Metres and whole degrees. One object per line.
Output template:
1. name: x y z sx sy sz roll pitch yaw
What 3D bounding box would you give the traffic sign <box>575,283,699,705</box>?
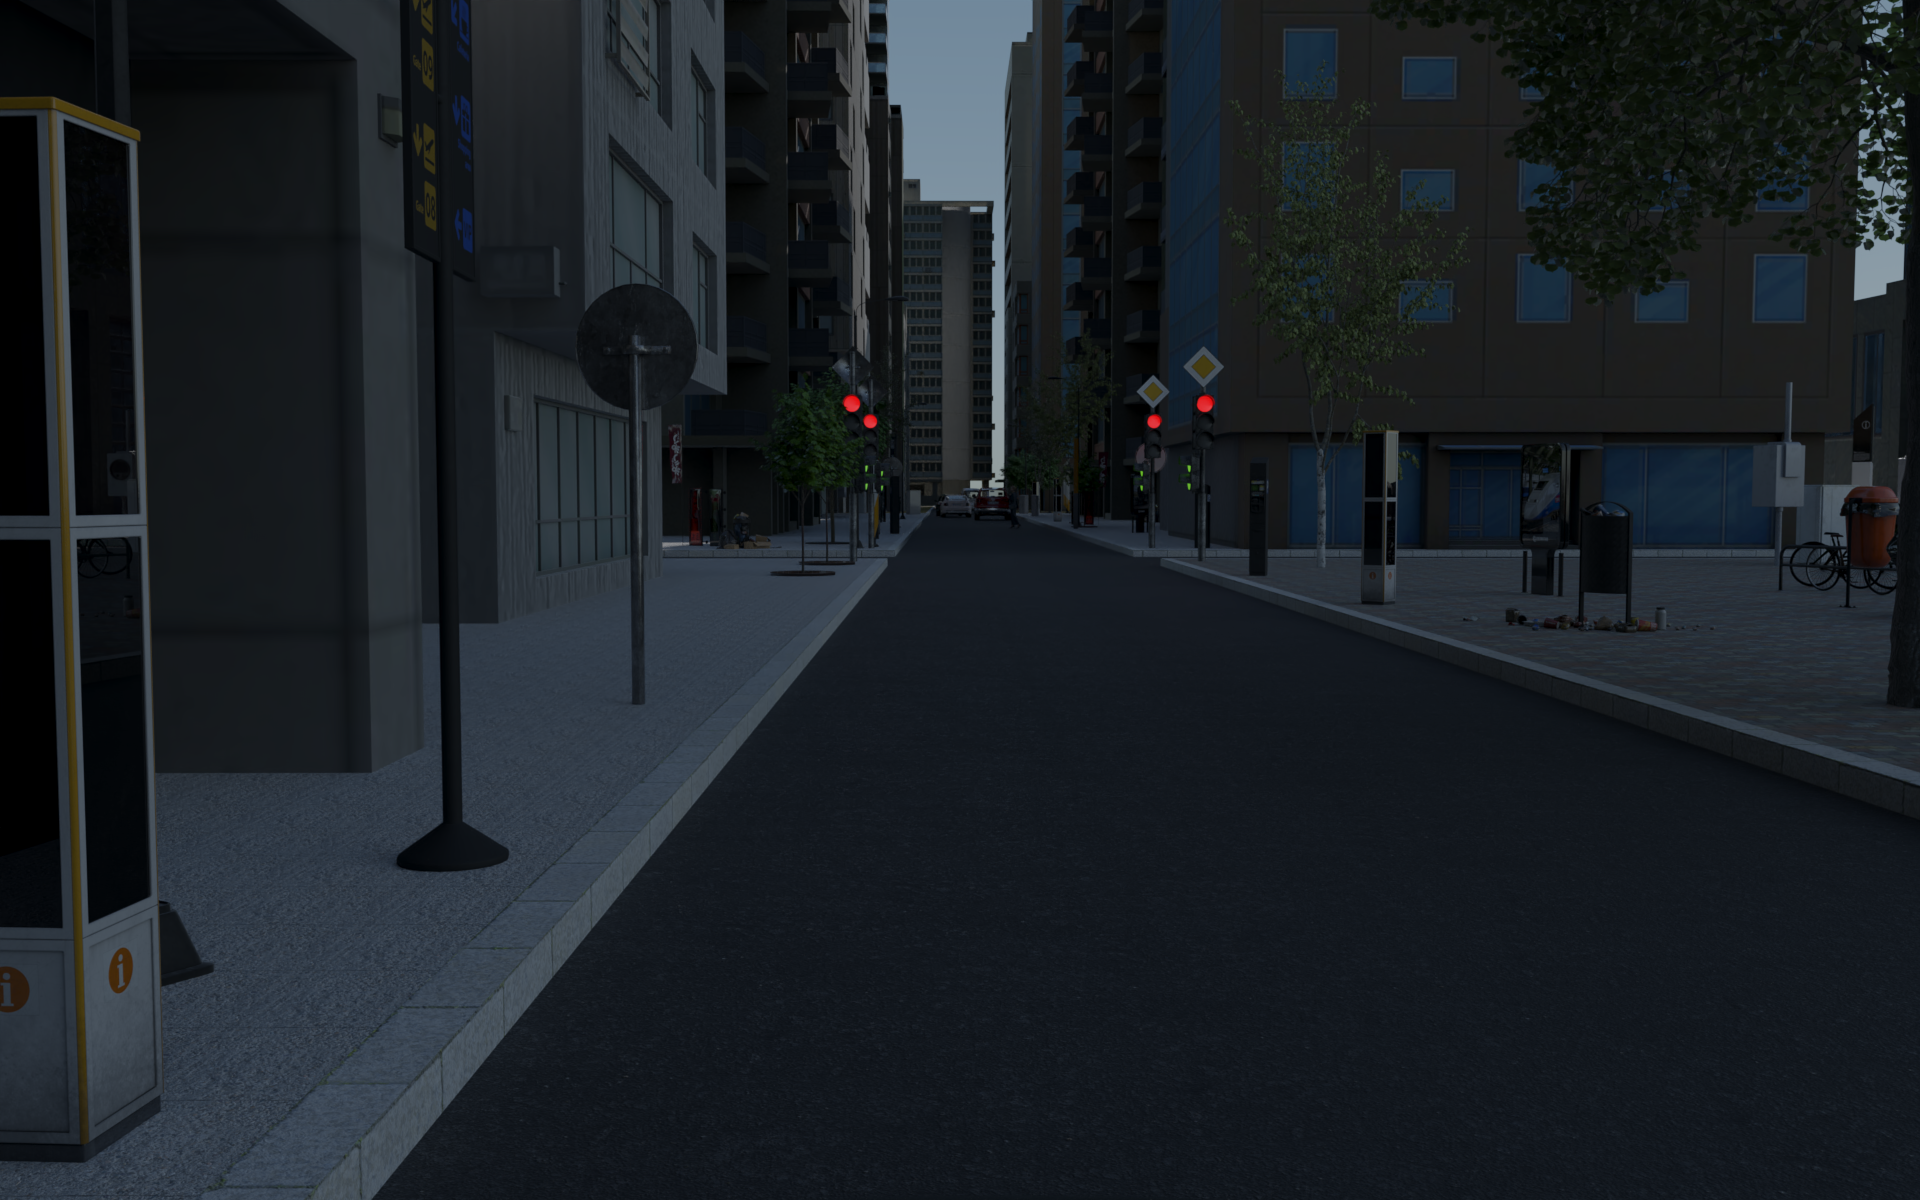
1. traffic sign: -1.964 -0.636 10.501 0.768 2.556 0.104 0 4 7

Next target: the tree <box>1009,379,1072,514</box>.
1. tree: 5.285 -9.853 111.460 4.360 8.622 3.978 0 3 0

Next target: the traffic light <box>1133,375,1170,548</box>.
1. traffic light: 4.532 -3.182 40.950 0.839 4.253 0.868 0 4 0

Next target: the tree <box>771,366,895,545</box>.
1. tree: -3.229 -3.727 44.658 4.285 4.588 4.351 0 3 0

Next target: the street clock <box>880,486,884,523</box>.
1. street clock: -3.622 -4.500 78.148 0.471 2.002 0.358 0 4 1

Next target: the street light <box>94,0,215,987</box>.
1. street light: -1.643 -1.950 4.423 1.470 5.913 1.316 0 4 0

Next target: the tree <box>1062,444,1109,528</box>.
1. tree: 4.798 -4.394 66.451 1.663 3.219 1.824 0 3 0

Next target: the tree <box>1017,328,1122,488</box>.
1. tree: 4.902 -7.691 76.113 4.737 8.622 4.395 0 3 0

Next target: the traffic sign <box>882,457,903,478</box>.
1. traffic sign: -2.347 -3.639 59.601 0.768 2.556 0.104 0 4 0

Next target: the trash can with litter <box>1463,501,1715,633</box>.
1. trash can with litter: 5.978 -0.352 16.816 1.678 1.210 2.233 -3 4 -37

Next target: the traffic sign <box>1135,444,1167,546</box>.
1. traffic sign: 4.655 -2.583 42.340 0.768 2.556 0.104 0 4 1

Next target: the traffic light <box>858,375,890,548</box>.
1. traffic light: -2.079 -3.178 40.881 0.839 4.253 0.868 0 4 0

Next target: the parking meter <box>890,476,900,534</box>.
1. parking meter: -2.110 -3.070 55.902 0.255 1.863 0.399 -1 4 -14

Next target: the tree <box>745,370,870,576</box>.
1. tree: -2.444 -1.996 27.229 1.663 3.219 1.824 0 3 0

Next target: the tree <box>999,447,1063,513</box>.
1. tree: 4.479 -8.573 123.881 4.285 4.588 4.351 0 3 0

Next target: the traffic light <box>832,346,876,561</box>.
1. traffic light: -2.015 -2.690 32.896 0.839 4.253 0.868 0 4 0

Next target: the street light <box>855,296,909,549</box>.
1. street light: -1.901 -4.173 40.774 1.470 5.913 1.316 0 4 0

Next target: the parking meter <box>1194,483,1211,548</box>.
1. parking meter: 5.754 -1.999 41.092 0.372 1.533 0.369 0 3 0

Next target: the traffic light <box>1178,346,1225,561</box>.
1. traffic light: 4.596 -2.694 32.966 0.839 4.253 0.868 0 4 0

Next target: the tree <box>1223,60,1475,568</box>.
1. tree: 6.352 -4.858 29.785 4.737 8.622 4.395 0 3 0

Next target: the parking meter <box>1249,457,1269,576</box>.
1. parking meter: 4.697 -1.315 27.213 0.255 1.863 0.399 1 4 17

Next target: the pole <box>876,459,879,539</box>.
1. pole: -2.414 -3.384 49.177 0.158 3.312 0.155 0 3 0

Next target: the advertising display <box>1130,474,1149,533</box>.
1. advertising display: 5.965 -3.187 57.315 0.123 1.923 0.974 3 5 40

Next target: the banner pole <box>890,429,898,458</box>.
1. banner pole: -2.530 -4.667 66.317 0.401 3.779 0.863 1 4 18

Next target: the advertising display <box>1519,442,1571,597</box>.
1. advertising display: 7.431 -1.029 22.045 0.123 1.923 0.974 -1 4 -12

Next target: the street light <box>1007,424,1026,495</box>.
1. street light: 3.815 -8.702 114.823 1.470 5.913 1.316 0 4 0

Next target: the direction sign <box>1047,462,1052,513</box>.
1. direction sign: 6.010 -7.580 115.935 0.379 3.537 0.876 0 4 2

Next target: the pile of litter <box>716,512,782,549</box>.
1. pile of litter: -4.972 -1.641 40.802 1.719 0.858 1.176 -2 4 -24

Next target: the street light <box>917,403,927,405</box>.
1. street light: -2.376 -7.063 88.025 1.470 5.913 1.316 0 4 0

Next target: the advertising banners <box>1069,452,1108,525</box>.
1. advertising banners: 5.365 -4.644 72.118 2.074 3.025 0.090 3 5 44

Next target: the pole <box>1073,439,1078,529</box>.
1. pole: 4.262 -4.275 63.734 0.158 3.312 0.155 0 3 0

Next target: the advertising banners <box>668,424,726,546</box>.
1. advertising banners: -6.520 -2.851 42.809 2.074 3.025 0.090 3 5 40

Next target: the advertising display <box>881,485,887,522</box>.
1. advertising display: -3.506 -4.553 79.649 0.123 1.923 0.974 -1 4 -11

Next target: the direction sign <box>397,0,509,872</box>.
1. direction sign: -1.773 -0.854 5.955 0.379 3.537 0.876 0 4 -3

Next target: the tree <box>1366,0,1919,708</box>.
1. tree: 5.460 -5.635 10.258 7.486 12.596 7.792 0 3 0

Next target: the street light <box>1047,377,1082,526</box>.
1. street light: 4.156 -5.874 68.585 1.470 5.913 1.316 0 4 0

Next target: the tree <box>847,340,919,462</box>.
1. tree: -4.029 -8.145 83.531 4.360 8.622 3.978 0 3 0
